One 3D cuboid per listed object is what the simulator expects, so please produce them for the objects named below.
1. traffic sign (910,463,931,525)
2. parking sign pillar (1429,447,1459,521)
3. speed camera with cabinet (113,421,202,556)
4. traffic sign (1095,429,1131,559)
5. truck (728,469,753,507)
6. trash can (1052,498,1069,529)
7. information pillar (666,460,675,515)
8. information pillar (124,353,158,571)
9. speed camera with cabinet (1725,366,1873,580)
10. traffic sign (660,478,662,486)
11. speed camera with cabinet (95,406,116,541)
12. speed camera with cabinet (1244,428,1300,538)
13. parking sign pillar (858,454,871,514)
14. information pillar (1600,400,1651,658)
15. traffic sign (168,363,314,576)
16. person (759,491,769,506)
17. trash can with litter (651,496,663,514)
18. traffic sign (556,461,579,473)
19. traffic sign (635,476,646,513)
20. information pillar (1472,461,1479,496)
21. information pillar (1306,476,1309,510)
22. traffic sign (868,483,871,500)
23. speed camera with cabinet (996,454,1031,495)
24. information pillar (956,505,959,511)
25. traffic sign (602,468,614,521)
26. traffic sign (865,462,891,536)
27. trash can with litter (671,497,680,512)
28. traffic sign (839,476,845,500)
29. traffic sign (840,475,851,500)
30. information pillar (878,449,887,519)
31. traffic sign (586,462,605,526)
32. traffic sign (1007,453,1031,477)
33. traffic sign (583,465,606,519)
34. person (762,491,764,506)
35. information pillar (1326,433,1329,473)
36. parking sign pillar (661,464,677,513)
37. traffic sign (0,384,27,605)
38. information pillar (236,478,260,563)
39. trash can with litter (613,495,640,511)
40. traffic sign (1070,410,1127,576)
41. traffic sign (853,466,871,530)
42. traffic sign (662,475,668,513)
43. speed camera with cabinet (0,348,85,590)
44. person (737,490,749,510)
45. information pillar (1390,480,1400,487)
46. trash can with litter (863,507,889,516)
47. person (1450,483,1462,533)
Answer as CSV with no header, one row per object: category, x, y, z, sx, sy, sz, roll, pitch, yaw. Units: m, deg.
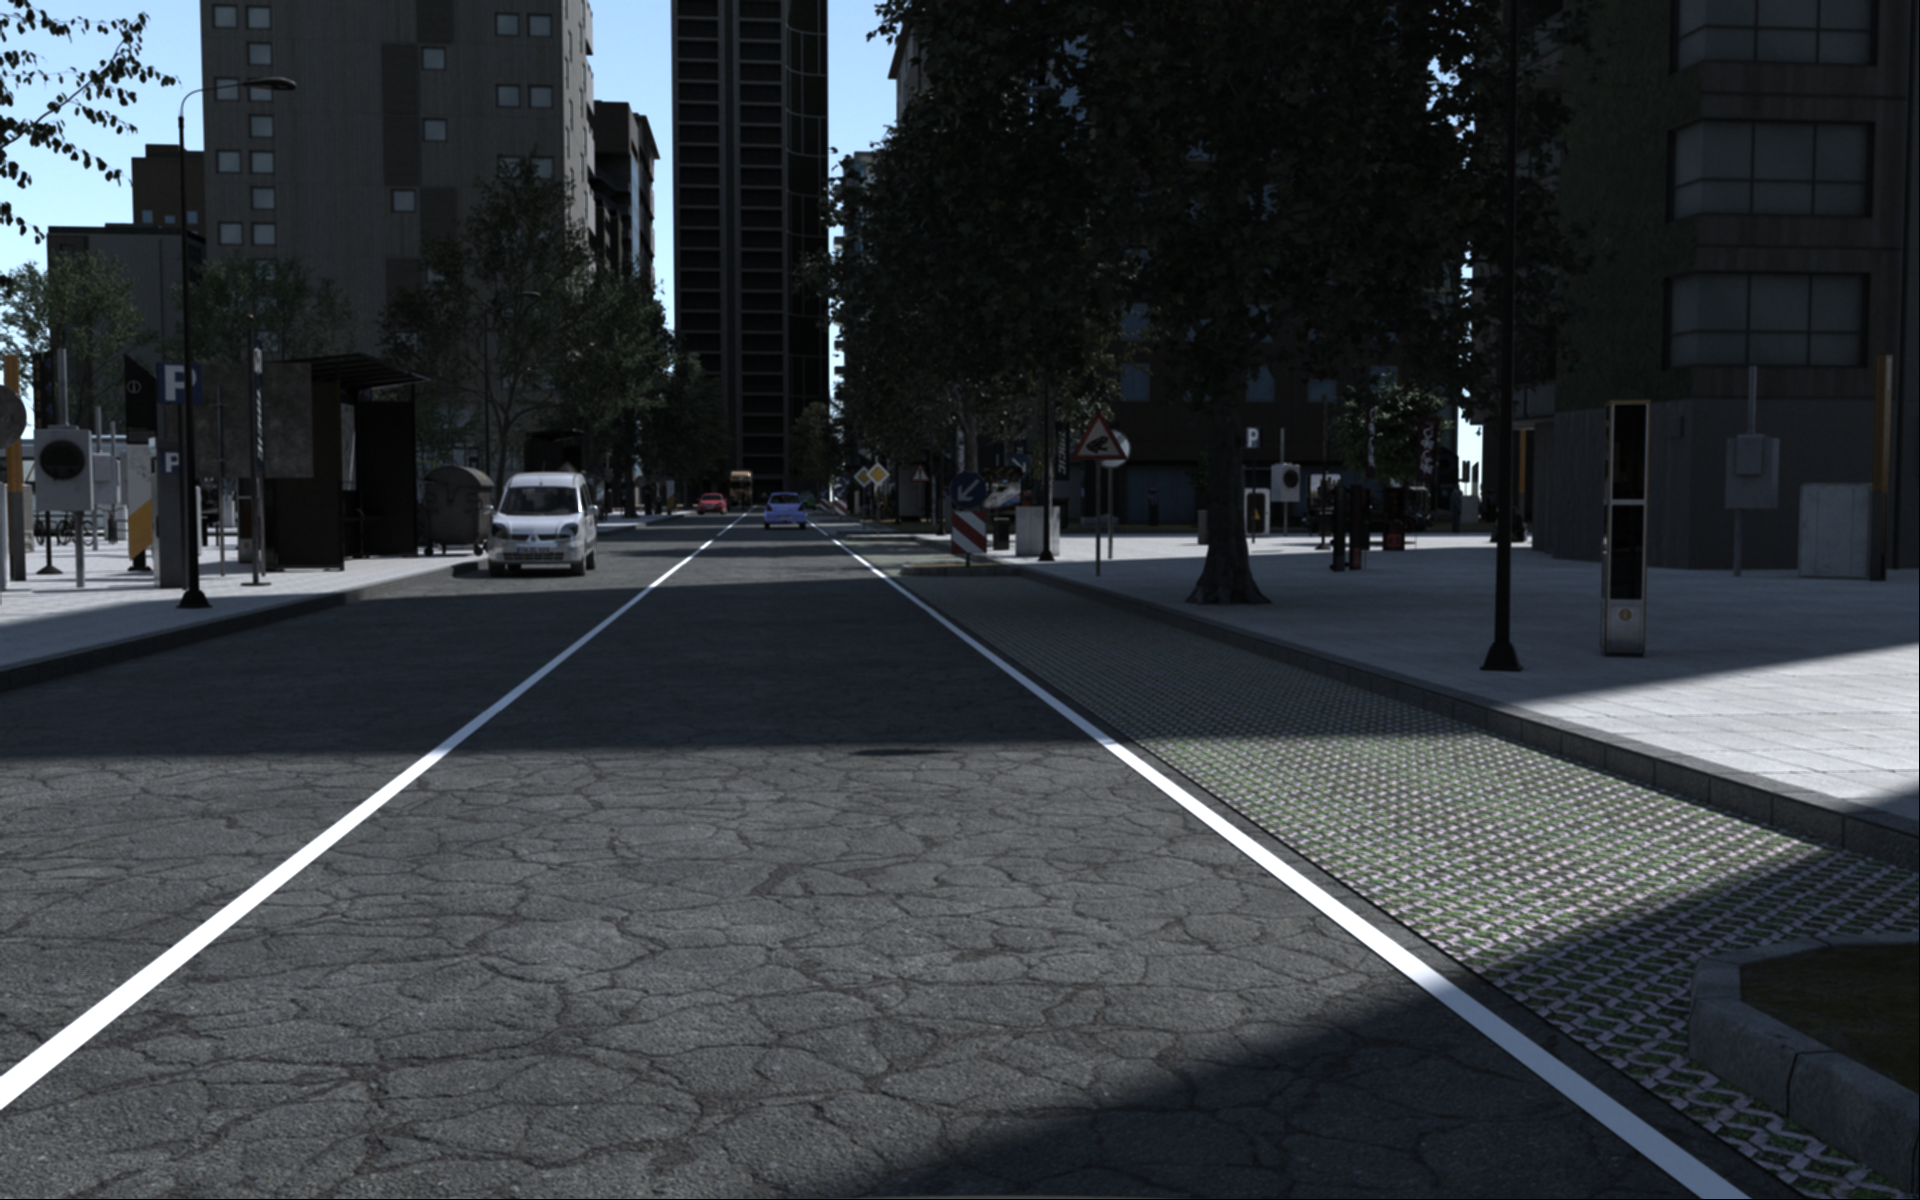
traffic sign,-1.667,-4.450,72.754,0.884,2.594,0.081,0,4,2
parking sign pillar,23.399,-5.819,83.609,1.447,3.967,1.447,1,4,13
speed camera with cabinet,-16.717,-2.560,36.199,2.038,3.252,0.660,2,4,33
traffic sign,2.969,-2.081,34.125,0.768,2.556,0.104,0,4,1
truck,-25.093,-12.815,198.433,2.839,4.237,11.283,0,4,-6
trash can,3.678,-3.196,63.906,0.748,1.137,0.748,0,3,0
information pillar,-17.729,-7.013,106.015,0.504,3.616,0.183,0,4,5
information pillar,-13.636,-2.294,28.868,0.504,3.616,0.183,-1,4,-20
speed camera with cabinet,12.913,-1.973,26.596,2.038,3.252,0.660,2,4,34
traffic sign,-21.851,-7.831,128.148,0.768,2.556,0.104,0,4,-3
speed camera with cabinet,-19.092,-2.779,39.773,0.660,3.252,2.038,3,5,44
speed camera with cabinet,9.125,-3.500,51.557,2.038,3.252,0.660,-2,4,-25
parking sign pillar,-6.013,-7.723,114.741,1.447,3.967,1.447,0,4,3
information pillar,5.252,-0.562,13.682,0.304,2.012,0.304,1,4,13
traffic sign,-11.189,-2.022,26.938,2.265,3.308,0.079,0,4,2
person,-23.376,-12.089,206.171,1.348,1.823,0.705,1,4,22
trash can with litter,-19.242,-5.964,108.904,1.055,1.170,0.624,1,4,9
traffic sign,-11.874,-2.983,52.410,0.795,2.450,0.064,0,4,-6
traffic sign,-22.110,-7.330,119.949,0.768,2.556,0.104,0,4,-5
information pillar,36.385,-8.010,122.314,0.504,3.616,0.183,-1,4,-13
information pillar,13.948,-3.930,68.741,0.304,2.012,0.304,-3,4,-36
traffic sign,-5.733,-6.823,111.654,0.768,2.556,0.104,0,4,1
speed camera with cabinet,2.475,-5.614,86.129,2.038,3.252,0.660,-1,4,-13
information pillar,-0.257,-6.506,110.868,0.304,2.012,0.304,-2,4,-23
traffic sign,-17.025,-5.086,83.263,0.768,2.556,0.104,0,4,-5
traffic sign,-2.532,-3.044,53.404,0.795,2.450,0.064,0,4,-6
trash can with litter,-20.719,-7.020,126.170,0.624,1.170,1.055,-3,5,-40
traffic sign,-7.938,-7.269,118.955,0.768,2.556,0.104,0,4,0
traffic sign,-7.740,-7.177,117.442,0.768,2.556,0.104,0,4,-1
information pillar,-4.002,-5.976,89.064,0.504,3.616,0.183,-1,4,-11
traffic sign,-14.530,-4.214,69.006,0.768,2.556,0.104,0,3,0
traffic sign,1.824,-3.272,53.611,0.768,2.556,0.104,0,4,0
traffic sign,-12.739,-3.468,60.349,0.795,2.450,0.064,0,4,-6
person,-24.052,-12.453,212.066,0.705,1.831,1.348,-1,4,-15
information pillar,13.140,-4.332,62.190,0.183,3.616,0.504,0,4,3
parking sign pillar,-20.238,-7.990,119.104,1.447,3.967,1.447,0,4,-4
traffic sign,-11.107,-1.211,19.905,0.768,2.556,0.104,0,4,-2
information pillar,-13.221,-1.691,32.144,0.304,2.012,0.304,0,4,-6
trash can with litter,-25.717,-7.477,133.306,2.233,1.210,1.678,0,4,6
traffic sign,2.155,-1.650,26.976,0.884,2.594,0.081,0,4,3
traffic sign,-3.397,-3.529,61.342,0.795,2.450,0.064,0,4,-6
traffic sign,-19.544,-7.072,115.725,0.768,2.556,0.104,0,4,-5
speed camera with cabinet,-12.766,-1.765,23.186,2.038,3.252,0.660,-1,4,-23
person,-19.032,-8.736,151.851,1.217,1.766,0.721,2,4,24
information pillar,13.934,-3.912,55.323,0.183,3.616,0.504,-2,4,-24
trash can with litter,-4.542,-5.511,101.162,2.233,1.210,1.678,0,4,-3
person,16.814,-3.058,58.672,0.419,1.800,0.721,0,4,1
